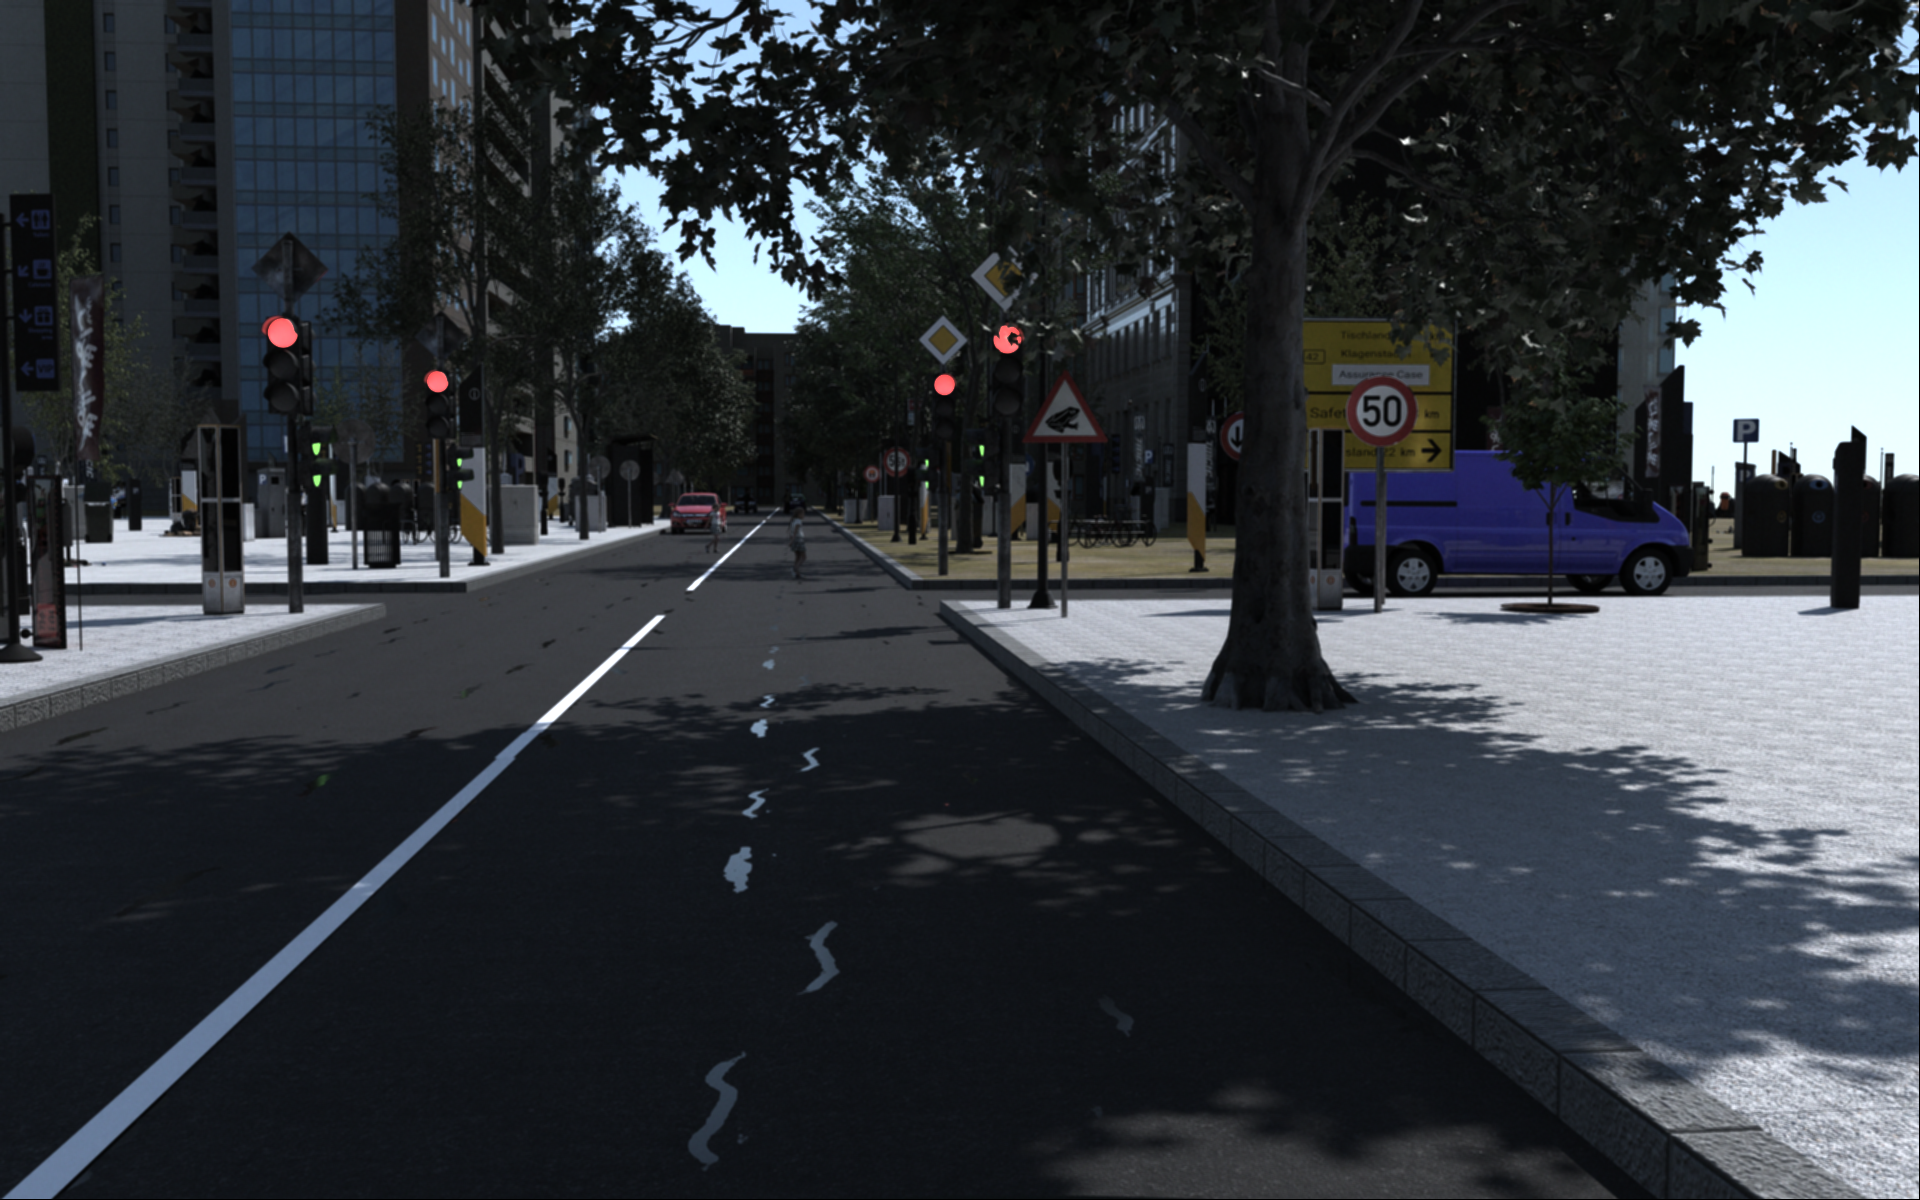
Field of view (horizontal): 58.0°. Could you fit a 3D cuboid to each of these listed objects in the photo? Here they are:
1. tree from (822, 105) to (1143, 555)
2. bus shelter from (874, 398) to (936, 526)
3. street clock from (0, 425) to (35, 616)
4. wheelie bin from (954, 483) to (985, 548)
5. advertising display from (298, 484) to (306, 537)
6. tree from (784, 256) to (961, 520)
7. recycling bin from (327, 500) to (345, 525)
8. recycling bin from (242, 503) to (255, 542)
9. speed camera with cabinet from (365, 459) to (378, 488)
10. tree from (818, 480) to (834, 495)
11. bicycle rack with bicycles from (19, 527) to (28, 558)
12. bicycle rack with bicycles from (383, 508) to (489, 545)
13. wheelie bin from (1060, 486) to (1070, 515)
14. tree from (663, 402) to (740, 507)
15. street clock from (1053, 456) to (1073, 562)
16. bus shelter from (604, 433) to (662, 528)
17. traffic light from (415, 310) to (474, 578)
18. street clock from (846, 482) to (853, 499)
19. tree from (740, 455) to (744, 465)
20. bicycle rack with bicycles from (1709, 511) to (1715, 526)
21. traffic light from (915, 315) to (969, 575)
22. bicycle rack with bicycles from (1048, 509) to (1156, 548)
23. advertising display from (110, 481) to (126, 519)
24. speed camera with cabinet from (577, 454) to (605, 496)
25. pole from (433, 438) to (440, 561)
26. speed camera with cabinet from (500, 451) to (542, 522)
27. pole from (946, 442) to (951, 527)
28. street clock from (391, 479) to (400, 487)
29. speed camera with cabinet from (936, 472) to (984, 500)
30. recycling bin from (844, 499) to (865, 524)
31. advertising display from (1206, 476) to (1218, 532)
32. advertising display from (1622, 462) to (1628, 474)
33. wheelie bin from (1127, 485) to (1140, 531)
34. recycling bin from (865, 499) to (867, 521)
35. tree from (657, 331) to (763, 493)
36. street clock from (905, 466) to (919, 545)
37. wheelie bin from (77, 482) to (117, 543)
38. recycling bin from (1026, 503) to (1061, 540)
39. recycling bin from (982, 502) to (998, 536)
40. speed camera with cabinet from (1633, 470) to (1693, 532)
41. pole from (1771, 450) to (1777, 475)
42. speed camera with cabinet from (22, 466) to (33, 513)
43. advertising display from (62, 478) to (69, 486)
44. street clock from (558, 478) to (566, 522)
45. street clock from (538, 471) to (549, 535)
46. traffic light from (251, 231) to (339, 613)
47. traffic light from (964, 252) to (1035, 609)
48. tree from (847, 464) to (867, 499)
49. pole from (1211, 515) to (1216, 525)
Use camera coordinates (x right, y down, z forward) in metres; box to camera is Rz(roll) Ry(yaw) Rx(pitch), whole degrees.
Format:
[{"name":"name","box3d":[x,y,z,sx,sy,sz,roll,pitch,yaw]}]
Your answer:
[{"name":"tree","box3d":[0.260,-6.797,36.892,9.928,11.665,9.643,0,3,0]},{"name":"bus shelter","box3d":[-2.317,-5.648,69.984,2.179,5.291,8.768,0,4,-5]},{"name":"street clock","box3d":[-9.997,-0.839,18.291,0.471,2.002,0.358,2,4,29]},{"name":"wheelie bin","box3d":[0.206,-2.029,41.086,0.693,1.594,0.980,-1,4,-9]},{"name":"advertising display","box3d":[-19.778,-2.879,52.293,0.123,1.923,0.974,0,4,-1]},{"name":"tree","box3d":[-4.535,-11.046,87.252,9.857,13.997,8.962,0,3,0]},{"name":"recycling bin","box3d":[-25.783,-3.615,71.658,0.722,1.027,0.722,-2,4,-24]},{"name":"recycling bin","box3d":[-19.576,-2.099,46.866,0.722,1.027,0.722,0,4,-2]},{"name":"speed camera with cabinet","box3d":[-29.533,-5.685,87.279,0.660,3.252,2.038,-2,4,-24]},{"name":"tree","box3d":[-12.978,-10.758,170.499,1.663,3.219,1.824,0,3,0]},{"name":"bicycle rack with bicycles","box3d":[-20.061,-1.308,34.771,2.852,0.926,2.925,-3,4,-38]},{"name":"bicycle rack with bicycles","box3d":[-13.713,-1.940,45.104,2.852,0.926,2.925,-3,5,-41]},{"name":"wheelie bin","box3d":[3.948,-3.739,69.040,0.980,1.594,0.693,2,4,34]},{"name":"tree","box3d":[-17.689,-9.913,112.438,4.737,8.622,4.395,0,3,0]},{"name":"street clock","box3d":[1.956,-1.733,32.911,0.358,2.002,0.471,2,4,26]},{"name":"bus shelter","box3d":[-13.040,-4.777,69.393,1.731,3.624,6.357,0,4,-6]},{"name":"traffic light","box3d":[-7.909,-2.300,26.528,0.839,4.253,0.868,0,4,-5]},{"name":"street clock","box3d":[-6.057,-5.552,95.343,0.358,2.002,0.471,-3,5,-39]},{"name":"tree","box3d":[-22.872,-13.522,171.444,4.737,8.622,4.395,0,3,0]},{"name":"bicycle rack with bicycles","box3d":[28.272,-3.359,68.296,2.925,0.926,2.852,3,5,40]},{"name":"traffic light","box3d":[-0.284,-2.346,27.271,0.839,4.253,0.868,0,4,-5]},{"name":"bicycle rack with bicycles","box3d":[3.559,-1.775,42.412,2.925,0.926,2.852,-2,4,-27]},{"name":"advertising display","box3d":[-43.128,-5.099,88.576,0.123,1.923,0.974,2,4,31]},{"name":"speed camera with cabinet","box3d":[-17.960,-5.561,85.266,0.660,3.252,2.038,2,4,28]},{"name":"pole","box3d":[-9.983,-2.405,33.172,0.158,3.312,0.155,0,3,0]},{"name":"speed camera with cabinet","box3d":[-20.159,-5.188,79.162,2.038,3.252,0.660,-2,4,-26]},{"name":"pole","box3d":[-0.444,-4.549,68.227,0.158,3.312,0.155,0,3,0]},{"name":"street clock","box3d":[-27.851,-4.954,85.569,0.471,2.002,0.358,-2,4,-29]},{"name":"speed camera with cabinet","box3d":[0.019,-4.786,72.582,2.038,3.252,0.660,-2,4,-27]},{"name":"recycling bin","box3d":[-4.615,-3.813,74.894,0.722,1.027,0.722,-1,4,-12]},{"name":"advertising display","box3d":[8.329,-3.280,58.847,0.974,1.923,0.123,3,5,44]},{"name":"advertising display","box3d":[13.090,-1.839,35.284,0.974,1.923,0.123,3,5,44]},{"name":"wheelie bin","box3d":[6.116,-3.091,58.445,0.980,1.594,0.693,-3,4,-36]},{"name":"recycling bin","box3d":[-4.822,-4.229,81.697,0.722,1.027,0.722,1,4,21]},{"name":"tree","box3d":[-17.612,-12.408,120.996,7.486,12.596,7.792,0,3,0]},{"name":"street clock","box3d":[-1.212,-2.416,44.066,0.358,2.002,0.471,0,4,4]},{"name":"wheelie bin","box3d":[-22.735,-2.311,45.687,0.980,1.594,0.693,-1,4,-16]},{"name":"recycling bin","box3d":[2.334,-2.188,48.327,0.722,1.027,0.722,-3,5,-41]},{"name":"recycling bin","box3d":[0.776,-2.519,53.739,0.722,1.027,0.722,-2,4,-26]},{"name":"speed camera with cabinet","box3d":[24.109,-3.972,59.281,2.038,3.252,0.660,-1,4,-11]},{"name":"pole","box3d":[37.400,-5.247,79.633,0.158,3.312,0.155,0,3,0]},{"name":"speed camera with cabinet","box3d":[-31.601,-3.854,57.341,2.038,3.252,0.660,2,4,26]},{"name":"advertising display","box3d":[-35.311,-3.860,68.328,0.123,1.923,0.974,-1,4,-15]},{"name":"street clock","box3d":[-17.984,-4.505,78.229,0.358,2.002,0.471,-1,4,-21]},{"name":"street clock","box3d":[-13.058,-3.043,54.320,0.358,2.002,0.471,-2,4,-25]},{"name":"traffic light","box3d":[-7.148,-1.814,18.579,0.839,4.253,0.868,0,4,-5]},{"name":"traffic light","box3d":[0.477,-1.859,19.322,0.839,4.253,0.868,0,4,-5]},{"name":"tree","box3d":[-5.365,-6.082,94.040,1.663,3.219,1.824,0,3,0]},{"name":"pole","box3d":[10.678,-4.840,72.975,0.158,3.312,0.155,0,3,0]}]
